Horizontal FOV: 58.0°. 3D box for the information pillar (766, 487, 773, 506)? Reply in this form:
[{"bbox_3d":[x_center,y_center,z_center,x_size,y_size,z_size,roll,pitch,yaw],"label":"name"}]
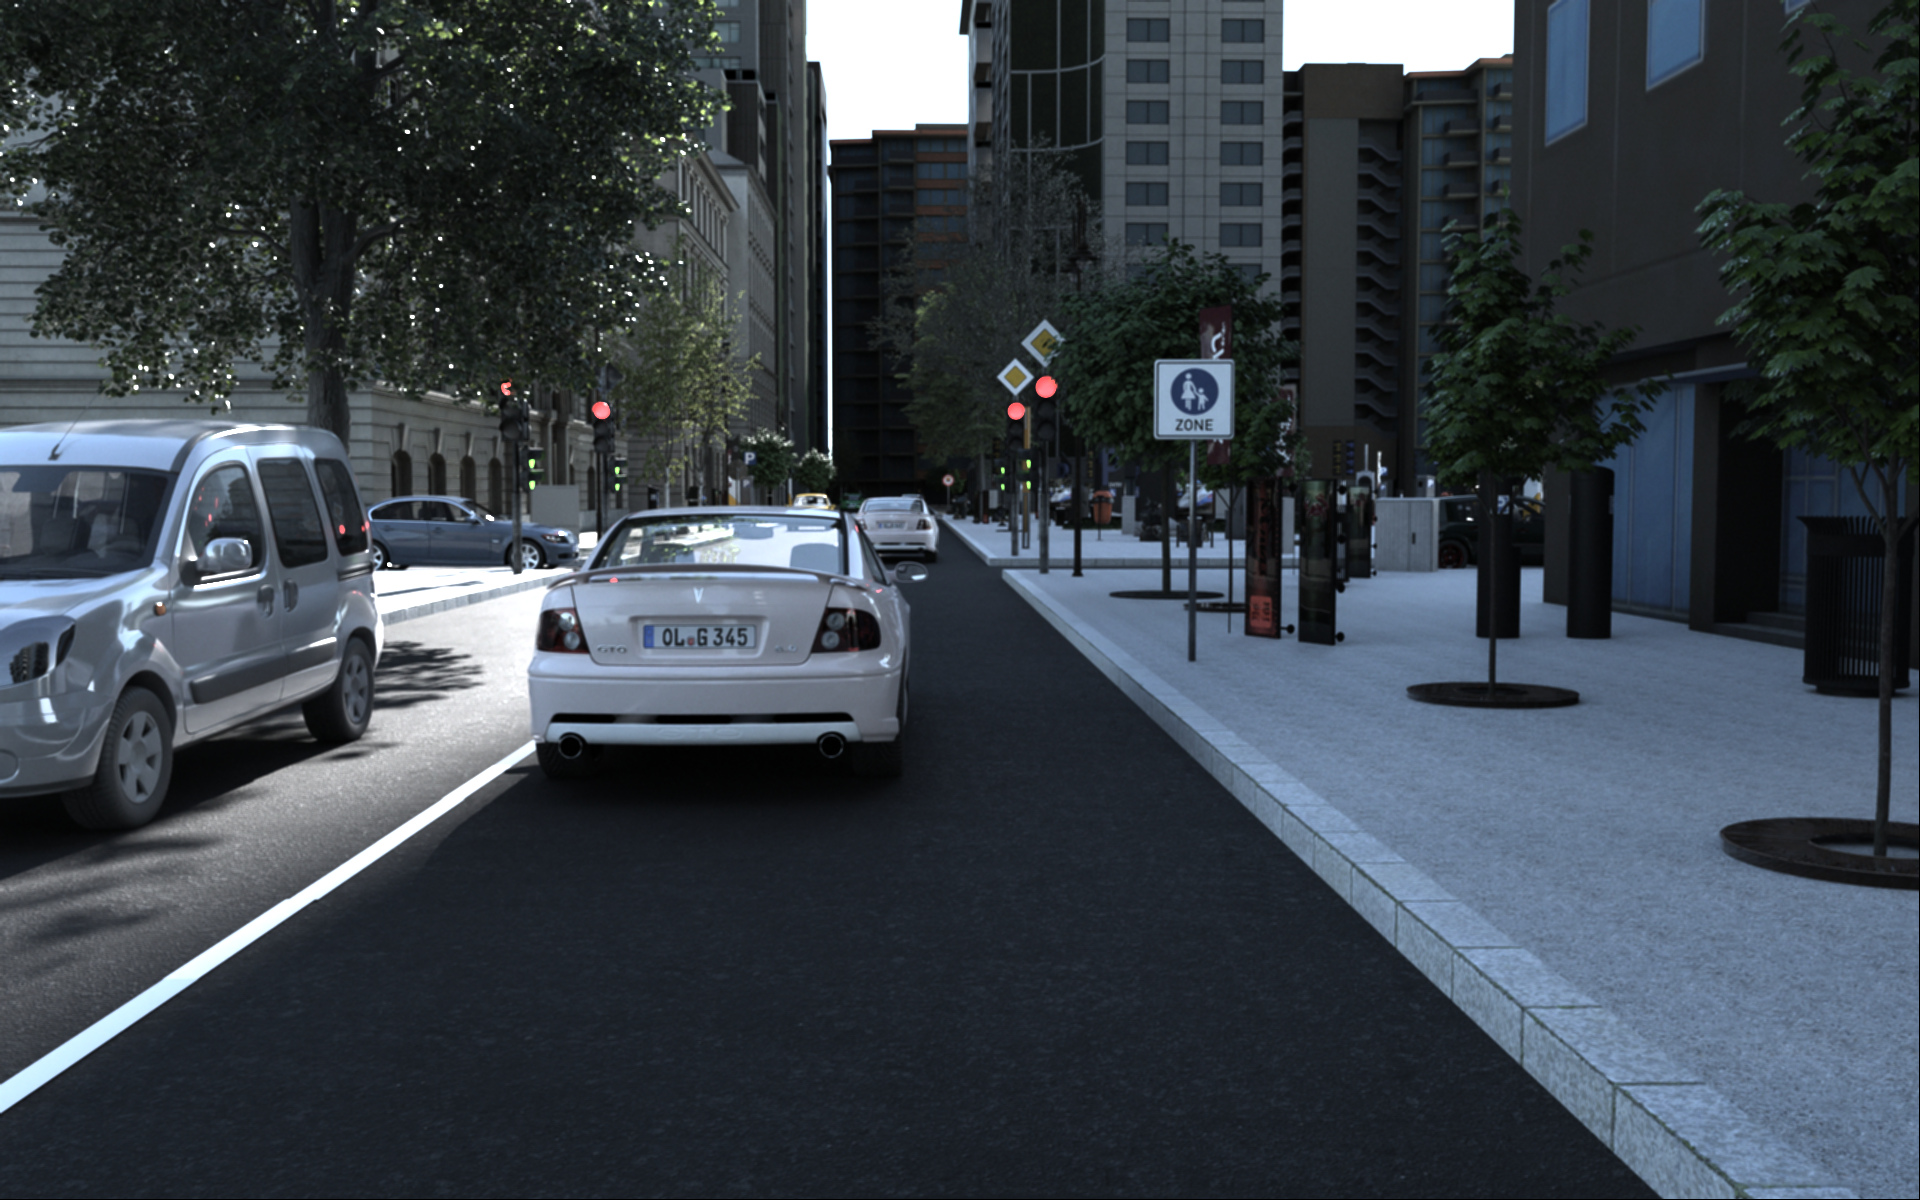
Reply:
[{"bbox_3d":[-9.331,-4.910,84.770,0.304,2.012,0.304,-1,4,-16],"label":"information pillar"}]

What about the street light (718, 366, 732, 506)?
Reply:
[{"bbox_3d":[-8.433,-5.493,62.602,0.468,5.910,1.993,0,4,-2],"label":"street light"}]

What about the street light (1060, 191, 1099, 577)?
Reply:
[{"bbox_3d":[1.834,-3.306,26.841,0.468,5.910,1.993,0,4,-2],"label":"street light"}]

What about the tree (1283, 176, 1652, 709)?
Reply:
[{"bbox_3d":[3.254,-0.981,10.643,1.663,3.219,1.824,0,3,0],"label":"tree"}]

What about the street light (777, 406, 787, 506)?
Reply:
[{"bbox_3d":[-9.176,-7.130,89.369,0.468,5.910,1.993,0,4,-2],"label":"street light"}]

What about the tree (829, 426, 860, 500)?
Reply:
[{"bbox_3d":[-12.902,-14.542,188.127,4.360,8.622,3.978,0,3,0],"label":"tree"}]

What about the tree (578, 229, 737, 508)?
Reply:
[{"bbox_3d":[-8.302,-5.934,47.383,4.737,8.622,4.395,0,3,0],"label":"tree"}]

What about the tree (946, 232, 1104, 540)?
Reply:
[{"bbox_3d":[2.050,-5.997,48.416,4.360,8.622,3.978,0,3,0],"label":"tree"}]

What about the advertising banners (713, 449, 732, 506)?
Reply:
[{"bbox_3d":[-9.131,-4.319,66.804,0.090,3.025,2.074,1,4,12],"label":"advertising banners"}]

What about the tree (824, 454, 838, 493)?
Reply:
[{"bbox_3d":[-10.012,-8.336,120.001,4.285,4.588,4.351,0,3,0],"label":"tree"}]

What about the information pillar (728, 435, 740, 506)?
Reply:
[{"bbox_3d":[-8.938,-4.720,68.522,0.504,3.616,0.183,-2,4,-30],"label":"information pillar"}]

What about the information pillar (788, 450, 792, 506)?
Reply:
[{"bbox_3d":[-8.959,-6.112,91.287,0.183,3.616,0.504,0,4,5],"label":"information pillar"}]

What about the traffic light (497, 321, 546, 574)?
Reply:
[{"bbox_3d":[-7.066,-2.367,27.624,0.839,4.253,0.868,0,4,-2],"label":"traffic light"}]

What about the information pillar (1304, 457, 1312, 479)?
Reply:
[{"bbox_3d":[21.883,-7.184,108.816,0.504,3.616,0.183,-1,4,-12],"label":"information pillar"}]

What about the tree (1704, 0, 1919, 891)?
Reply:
[{"bbox_3d":[3.369,-0.695,5.959,1.663,3.219,1.824,0,3,0],"label":"tree"}]

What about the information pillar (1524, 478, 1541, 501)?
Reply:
[{"bbox_3d":[13.931,-3.109,42.183,0.183,3.616,0.504,-2,4,-26],"label":"information pillar"}]

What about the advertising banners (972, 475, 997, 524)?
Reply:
[{"bbox_3d":[1.102,-4.796,74.595,0.090,3.025,2.074,-2,4,-31],"label":"advertising banners"}]

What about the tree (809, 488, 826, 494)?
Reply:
[{"bbox_3d":[-10.805,-8.366,131.377,1.663,3.219,1.824,0,3,0],"label":"tree"}]

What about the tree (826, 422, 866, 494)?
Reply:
[{"bbox_3d":[-11.585,-13.800,175.997,4.737,8.622,4.395,0,3,0],"label":"tree"}]

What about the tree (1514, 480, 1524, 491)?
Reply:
[{"bbox_3d":[30.956,-6.989,97.984,4.285,4.588,4.351,0,3,0],"label":"tree"}]

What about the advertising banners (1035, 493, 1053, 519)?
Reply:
[{"bbox_3d":[4.050,-5.627,88.193,2.074,3.025,0.090,3,5,43],"label":"advertising banners"}]

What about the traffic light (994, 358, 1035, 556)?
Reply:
[{"bbox_3d":[1.124,-2.870,35.851,0.839,4.253,0.868,0,4,-2],"label":"traffic light"}]

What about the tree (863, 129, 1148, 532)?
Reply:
[{"bbox_3d":[1.876,-9.072,58.698,12.009,13.543,11.850,0,3,0],"label":"tree"}]

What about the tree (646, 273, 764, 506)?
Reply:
[{"bbox_3d":[-8.760,-6.614,58.504,4.360,8.622,3.978,0,3,0],"label":"tree"}]

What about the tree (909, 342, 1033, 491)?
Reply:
[{"bbox_3d":[0.717,-9.771,94.170,8.767,10.594,7.601,2,4,35],"label":"tree"}]

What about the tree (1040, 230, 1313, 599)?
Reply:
[{"bbox_3d":[2.674,-2.323,21.688,4.285,4.588,4.351,0,3,0],"label":"tree"}]

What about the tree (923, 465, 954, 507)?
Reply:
[{"bbox_3d":[-2.040,-11.674,174.578,4.285,4.588,4.351,0,3,0],"label":"tree"}]

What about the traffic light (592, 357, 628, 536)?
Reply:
[{"bbox_3d":[-7.284,-2.855,35.606,0.839,4.253,0.868,0,4,-2],"label":"traffic light"}]

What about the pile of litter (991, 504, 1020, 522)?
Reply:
[{"bbox_3d":[2.129,-4.004,79.432,1.719,0.858,1.176,-3,5,-39],"label":"pile of litter"}]

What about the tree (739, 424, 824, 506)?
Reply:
[{"bbox_3d":[-9.217,-5.985,81.564,4.285,4.588,4.351,0,3,0],"label":"tree"}]

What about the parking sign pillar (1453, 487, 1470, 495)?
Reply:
[{"bbox_3d":[31.984,-7.460,110.439,1.447,3.967,1.447,-1,4,-15],"label":"parking sign pillar"}]

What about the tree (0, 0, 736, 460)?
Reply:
[{"bbox_3d":[-7.226,-6.925,19.885,9.857,13.997,8.962,0,3,0],"label":"tree"}]

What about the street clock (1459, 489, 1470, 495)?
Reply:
[{"bbox_3d":[17.107,-3.314,58.749,0.471,2.002,0.358,1,4,22],"label":"street clock"}]

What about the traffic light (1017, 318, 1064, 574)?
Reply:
[{"bbox_3d":[1.342,-2.382,27.869,0.839,4.253,0.868,0,4,-2],"label":"traffic light"}]

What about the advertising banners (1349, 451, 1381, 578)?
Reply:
[{"bbox_3d":[5.636,-1.886,27.019,0.090,3.025,2.074,-3,5,-40],"label":"advertising banners"}]

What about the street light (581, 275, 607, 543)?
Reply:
[{"bbox_3d":[-7.686,-3.913,36.758,0.468,5.910,1.993,0,4,-2],"label":"street light"}]

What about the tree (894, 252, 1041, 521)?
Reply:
[{"bbox_3d":[0.621,-9.947,80.759,7.486,12.596,7.792,0,3,0],"label":"tree"}]

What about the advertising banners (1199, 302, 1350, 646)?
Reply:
[{"bbox_3d":[2.725,-1.176,15.418,0.090,3.025,2.074,-2,4,-27],"label":"advertising banners"}]

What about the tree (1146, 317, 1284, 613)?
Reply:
[{"bbox_3d":[3.029,-1.491,18.987,1.663,3.219,1.824,0,3,0],"label":"tree"}]

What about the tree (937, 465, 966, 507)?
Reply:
[{"bbox_3d":[-0.239,-7.389,115.415,1.663,3.219,1.824,0,3,0],"label":"tree"}]

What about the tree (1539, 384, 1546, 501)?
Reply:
[{"bbox_3d":[24.890,-7.538,73.613,4.360,8.622,3.978,0,3,0],"label":"tree"}]
